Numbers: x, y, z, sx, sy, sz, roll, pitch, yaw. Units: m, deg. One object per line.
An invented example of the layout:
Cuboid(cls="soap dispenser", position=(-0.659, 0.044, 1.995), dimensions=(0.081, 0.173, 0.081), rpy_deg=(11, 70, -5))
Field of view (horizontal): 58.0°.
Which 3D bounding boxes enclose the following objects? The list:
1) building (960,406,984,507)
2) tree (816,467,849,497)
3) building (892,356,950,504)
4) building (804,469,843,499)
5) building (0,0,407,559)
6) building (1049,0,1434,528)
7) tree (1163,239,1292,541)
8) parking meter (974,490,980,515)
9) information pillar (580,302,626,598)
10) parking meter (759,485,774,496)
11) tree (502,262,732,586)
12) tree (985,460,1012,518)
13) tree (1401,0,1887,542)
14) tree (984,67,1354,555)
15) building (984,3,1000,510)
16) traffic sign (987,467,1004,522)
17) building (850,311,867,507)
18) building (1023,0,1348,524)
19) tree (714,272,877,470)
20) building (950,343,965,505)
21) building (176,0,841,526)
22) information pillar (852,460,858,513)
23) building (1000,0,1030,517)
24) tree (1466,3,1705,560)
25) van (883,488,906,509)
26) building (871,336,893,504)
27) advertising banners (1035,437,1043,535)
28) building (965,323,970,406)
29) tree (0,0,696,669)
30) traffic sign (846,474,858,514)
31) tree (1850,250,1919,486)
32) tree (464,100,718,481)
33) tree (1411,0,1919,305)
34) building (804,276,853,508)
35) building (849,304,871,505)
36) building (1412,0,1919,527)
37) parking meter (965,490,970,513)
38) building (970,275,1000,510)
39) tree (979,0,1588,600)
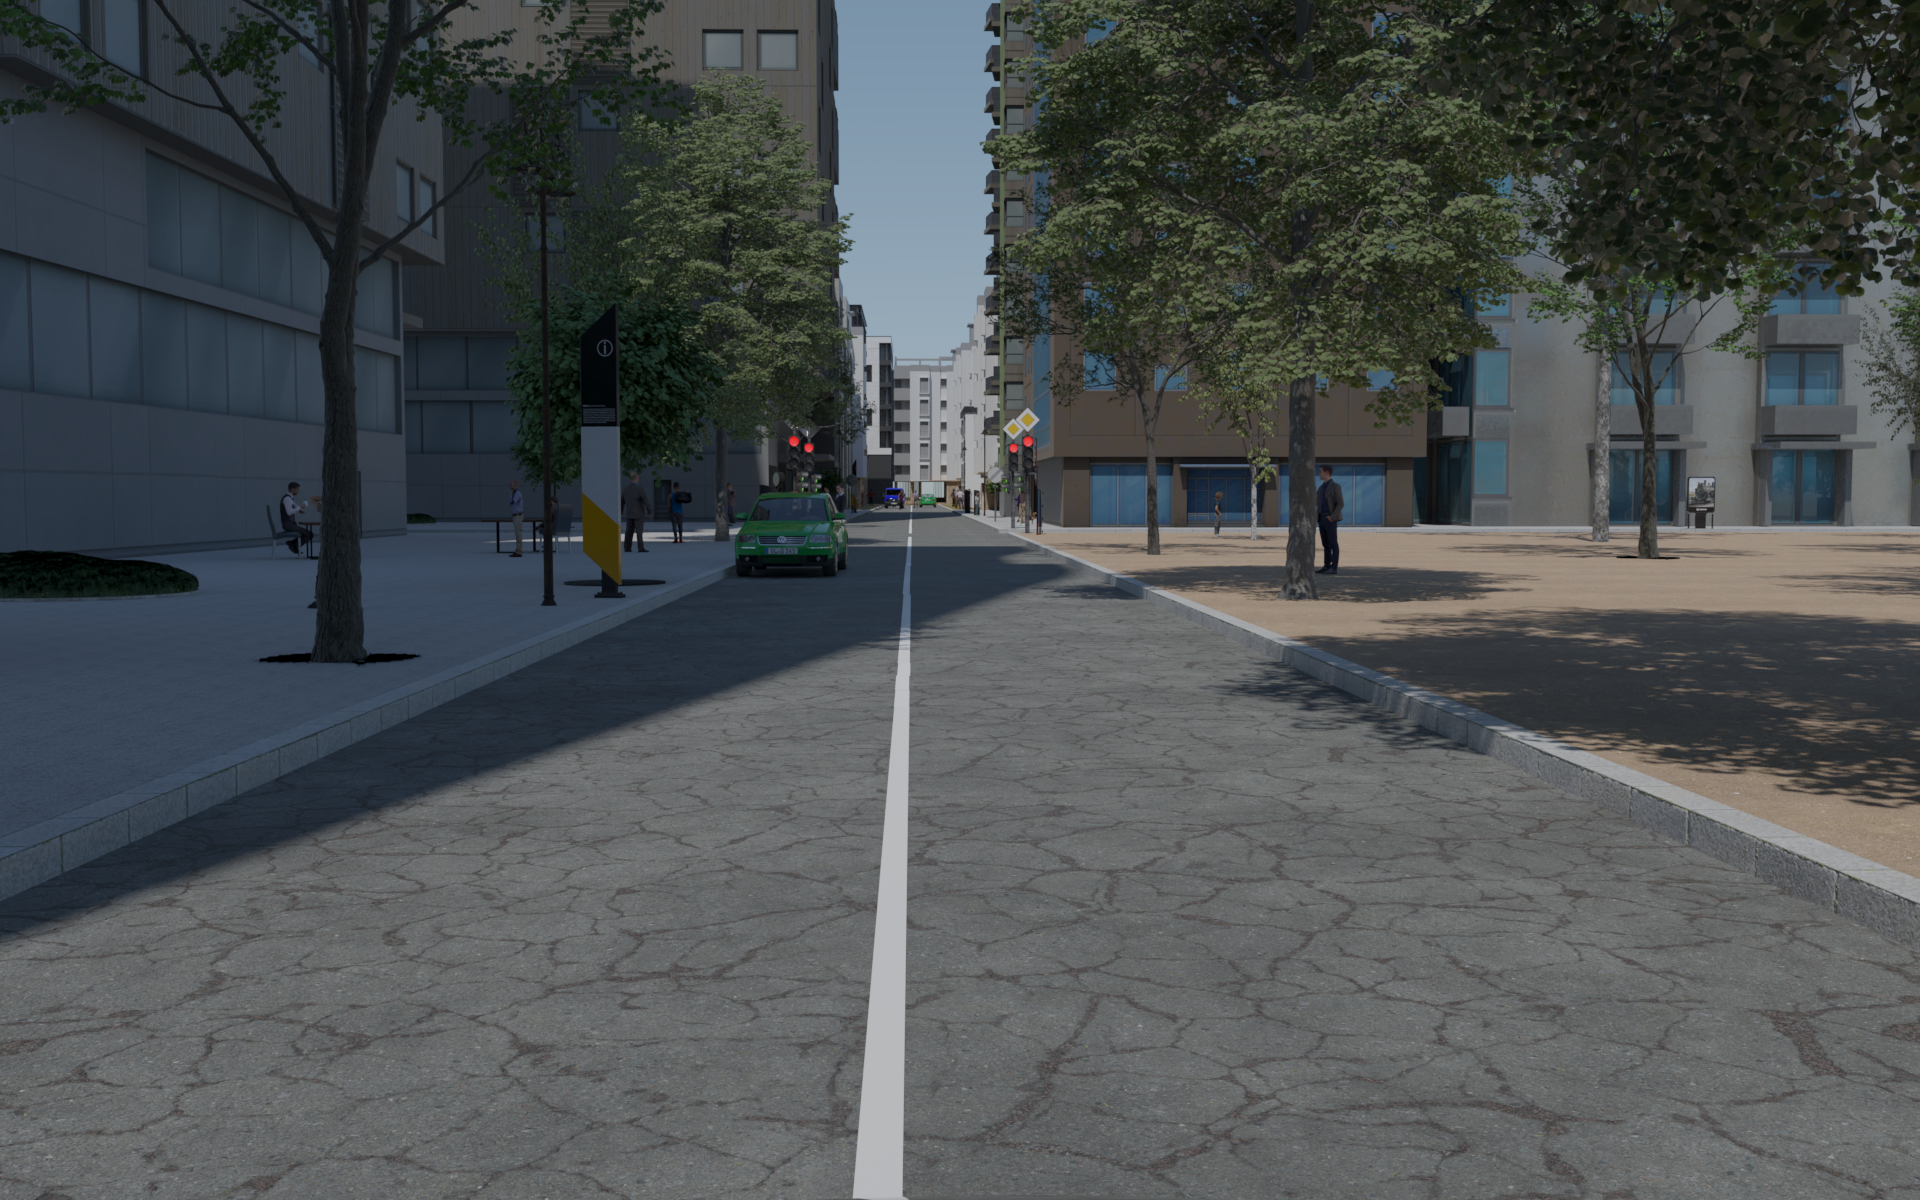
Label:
Cuboid(cls="building", position=(4.936, -13.664, 165.556), dimensions=(9.099, 9.664, 28.070), rpy_deg=(0, 4, -2))
Cuboid(cls="tree", position=(-8.030, -6.834, 106.343), dimensions=(1.663, 3.219, 1.824), rpy_deg=(0, 3, 0))
Cuboid(cls="building", position=(-3.374, -22.990, 232.305), dimensions=(11.380, 20.091, 16.016), rpy_deg=(0, 4, -2))
Cuboid(cls="building", position=(-24.752, -26.394, 123.420), dimensions=(32.217, 40.220, 23.993), rpy_deg=(0, 4, -2))
Cuboid(cls="building", position=(-29.204, -27.636, 41.093), dimensions=(27.495, 52.752, 28.713), rpy_deg=(0, 4, -2))
Cuboid(cls="building", position=(10.453, -25.764, 71.352), dimensions=(14.200, 45.320, 14.600), rpy_deg=(0, 4, -2))
Cuboid(cls="tree", position=(7.881, -5.933, 47.362), dimensions=(4.737, 8.622, 4.395), rpy_deg=(0, 3, 0))
Cuboid(cls="parking meter", position=(1.013, -5.866, 104.323), dimensions=(0.372, 1.533, 0.369), rpy_deg=(0, 3, 0))
Cuboid(cls="information pillar", position=(-4.410, -1.833, 21.329), dimensions=(0.504, 3.616, 0.183), rpy_deg=(1, 4, 11))
Cuboid(cls="parking meter", position=(-5.237, -2.350, 46.837), dimensions=(0.372, 1.533, 0.369), rpy_deg=(0, 3, 0))
Cuboid(cls="tree", position=(-4.912, -2.498, 24.551), dimensions=(4.285, 4.588, 4.351), rpy_deg=(0, 3, 0))
Cuboid(cls="tree", position=(1.896, -6.112, 94.539), dimensions=(1.663, 3.219, 1.824), rpy_deg=(0, 3, 0))
Cuboid(cls="tree", position=(18.416, -11.566, 44.993), dimensions=(12.611, 20.169, 13.585), rpy_deg=(0, 3, 0))
Cuboid(cls="tree", position=(4.216, -6.250, 36.595), dimensions=(8.767, 10.594, 7.601), rpy_deg=(1, 4, 17))
Cuboid(cls="building", position=(13.002, -28.744, 124.593), dimensions=(22.147, 44.769, 28.867), rpy_deg=(0, 4, -2))
Cuboid(cls="traffic sign", position=(1.643, -4.917, 80.496), dimensions=(0.768, 2.556, 0.104), rpy_deg=(0, 4, 7))
Cuboid(cls="building", position=(-17.538, -19.600, 176.872), dimensions=(16.016, 20.091, 11.380), rpy_deg=(0, 4, -2))
Cuboid(cls="building", position=(10.616, -26.797, 88.240), dimensions=(14.600, 45.320, 14.200), rpy_deg=(0, 4, -2))
Cuboid(cls="tree", position=(-7.047, -8.446, 72.500), dimensions=(7.601, 10.594, 8.767), rpy_deg=(0, 4, -8))
Cuboid(cls="building", position=(7.310, -20.859, 197.456), dimensions=(16.016, 20.091, 11.380), rpy_deg=(0, 4, -2))
Cuboid(cls="building", position=(-20.145, -30.595, 89.471), dimensions=(28.713, 52.752, 27.495), rpy_deg=(0, 4, -2))
Cuboid(cls="information pillar", position=(-7.177, -7.737, 117.852), dimensions=(0.183, 3.616, 0.504), rpy_deg=(2, 4, 26))
Cuboid(cls="building", position=(9.297, -25.618, 102.450), dimensions=(14.154, 41.232, 14.086), rpy_deg=(0, 4, -2))
Cuboid(cls="tree", position=(13.482, -6.622, 34.030), dimensions=(9.928, 11.665, 9.643), rpy_deg=(0, 3, 0))
Cuboid(cls="van", position=(-6.471, -10.207, 171.271), dimensions=(2.240, 2.365, 5.245), rpy_deg=(0, 4, -1))
Cuboid(cls="building", position=(-25.533, -24.054, 237.258), dimensions=(32.646, 21.610, 27.936), rpy_deg=(0, 4, -2))
Cuboid(cls="advertising banners", position=(2.467, -3.566, 54.497), dimensions=(0.090, 3.025, 2.074), rpy_deg=(1, 4, 9))
Cuboid(cls="building", position=(9.017, -20.154, 185.936), dimensions=(16.016, 20.091, 11.380), rpy_deg=(0, 4, -2))
Cuboid(cls="tree", position=(-4.615, -5.332, 12.940), dimensions=(9.928, 11.665, 9.643), rpy_deg=(0, 3, 0))
Cuboid(cls="traffic sign", position=(-7.016, -6.860, 112.271), dimensions=(0.768, 2.556, 0.104), rpy_deg=(0, 4, 1))
Cuboid(cls="tree", position=(28.176, -6.100, 50.093), dimensions=(4.360, 8.622, 3.978), rpy_deg=(0, 3, 0))
Cuboid(cls="tree", position=(-6.614, -4.970, 31.615), dimensions=(4.737, 8.622, 4.395), rpy_deg=(0, 3, 0))
Cuboid(cls="tree", position=(5.212, -6.165, 7.451), dimensions=(9.857, 13.997, 8.962), rpy_deg=(0, 3, 0))
Cuboid(cls="building", position=(-18.518, -17.645, 154.950), dimensions=(16.747, 18.905, 31.486), rpy_deg=(0, 4, -2))
Cuboid(cls="building", position=(-27.271, -21.787, 200.184), dimensions=(32.646, 21.610, 27.936), rpy_deg=(0, 4, -2))
Cuboid(cls="building", position=(32.641, -27.954, 76.649), dimensions=(30.456, 49.044, 23.786), rpy_deg=(0, 4, -2))
Cuboid(cls="parking meter", position=(0.508, -6.552, 115.536), dimensions=(0.372, 1.533, 0.369), rpy_deg=(0, 3, 0))
Cuboid(cls="building", position=(9.244, -17.690, 145.659), dimensions=(16.016, 20.091, 11.380), rpy_deg=(0, 4, -2))
Cuboid(cls="tree", position=(4.112, -6.312, 21.328), dimensions=(7.486, 12.596, 7.792), rpy_deg=(0, 3, 0))
